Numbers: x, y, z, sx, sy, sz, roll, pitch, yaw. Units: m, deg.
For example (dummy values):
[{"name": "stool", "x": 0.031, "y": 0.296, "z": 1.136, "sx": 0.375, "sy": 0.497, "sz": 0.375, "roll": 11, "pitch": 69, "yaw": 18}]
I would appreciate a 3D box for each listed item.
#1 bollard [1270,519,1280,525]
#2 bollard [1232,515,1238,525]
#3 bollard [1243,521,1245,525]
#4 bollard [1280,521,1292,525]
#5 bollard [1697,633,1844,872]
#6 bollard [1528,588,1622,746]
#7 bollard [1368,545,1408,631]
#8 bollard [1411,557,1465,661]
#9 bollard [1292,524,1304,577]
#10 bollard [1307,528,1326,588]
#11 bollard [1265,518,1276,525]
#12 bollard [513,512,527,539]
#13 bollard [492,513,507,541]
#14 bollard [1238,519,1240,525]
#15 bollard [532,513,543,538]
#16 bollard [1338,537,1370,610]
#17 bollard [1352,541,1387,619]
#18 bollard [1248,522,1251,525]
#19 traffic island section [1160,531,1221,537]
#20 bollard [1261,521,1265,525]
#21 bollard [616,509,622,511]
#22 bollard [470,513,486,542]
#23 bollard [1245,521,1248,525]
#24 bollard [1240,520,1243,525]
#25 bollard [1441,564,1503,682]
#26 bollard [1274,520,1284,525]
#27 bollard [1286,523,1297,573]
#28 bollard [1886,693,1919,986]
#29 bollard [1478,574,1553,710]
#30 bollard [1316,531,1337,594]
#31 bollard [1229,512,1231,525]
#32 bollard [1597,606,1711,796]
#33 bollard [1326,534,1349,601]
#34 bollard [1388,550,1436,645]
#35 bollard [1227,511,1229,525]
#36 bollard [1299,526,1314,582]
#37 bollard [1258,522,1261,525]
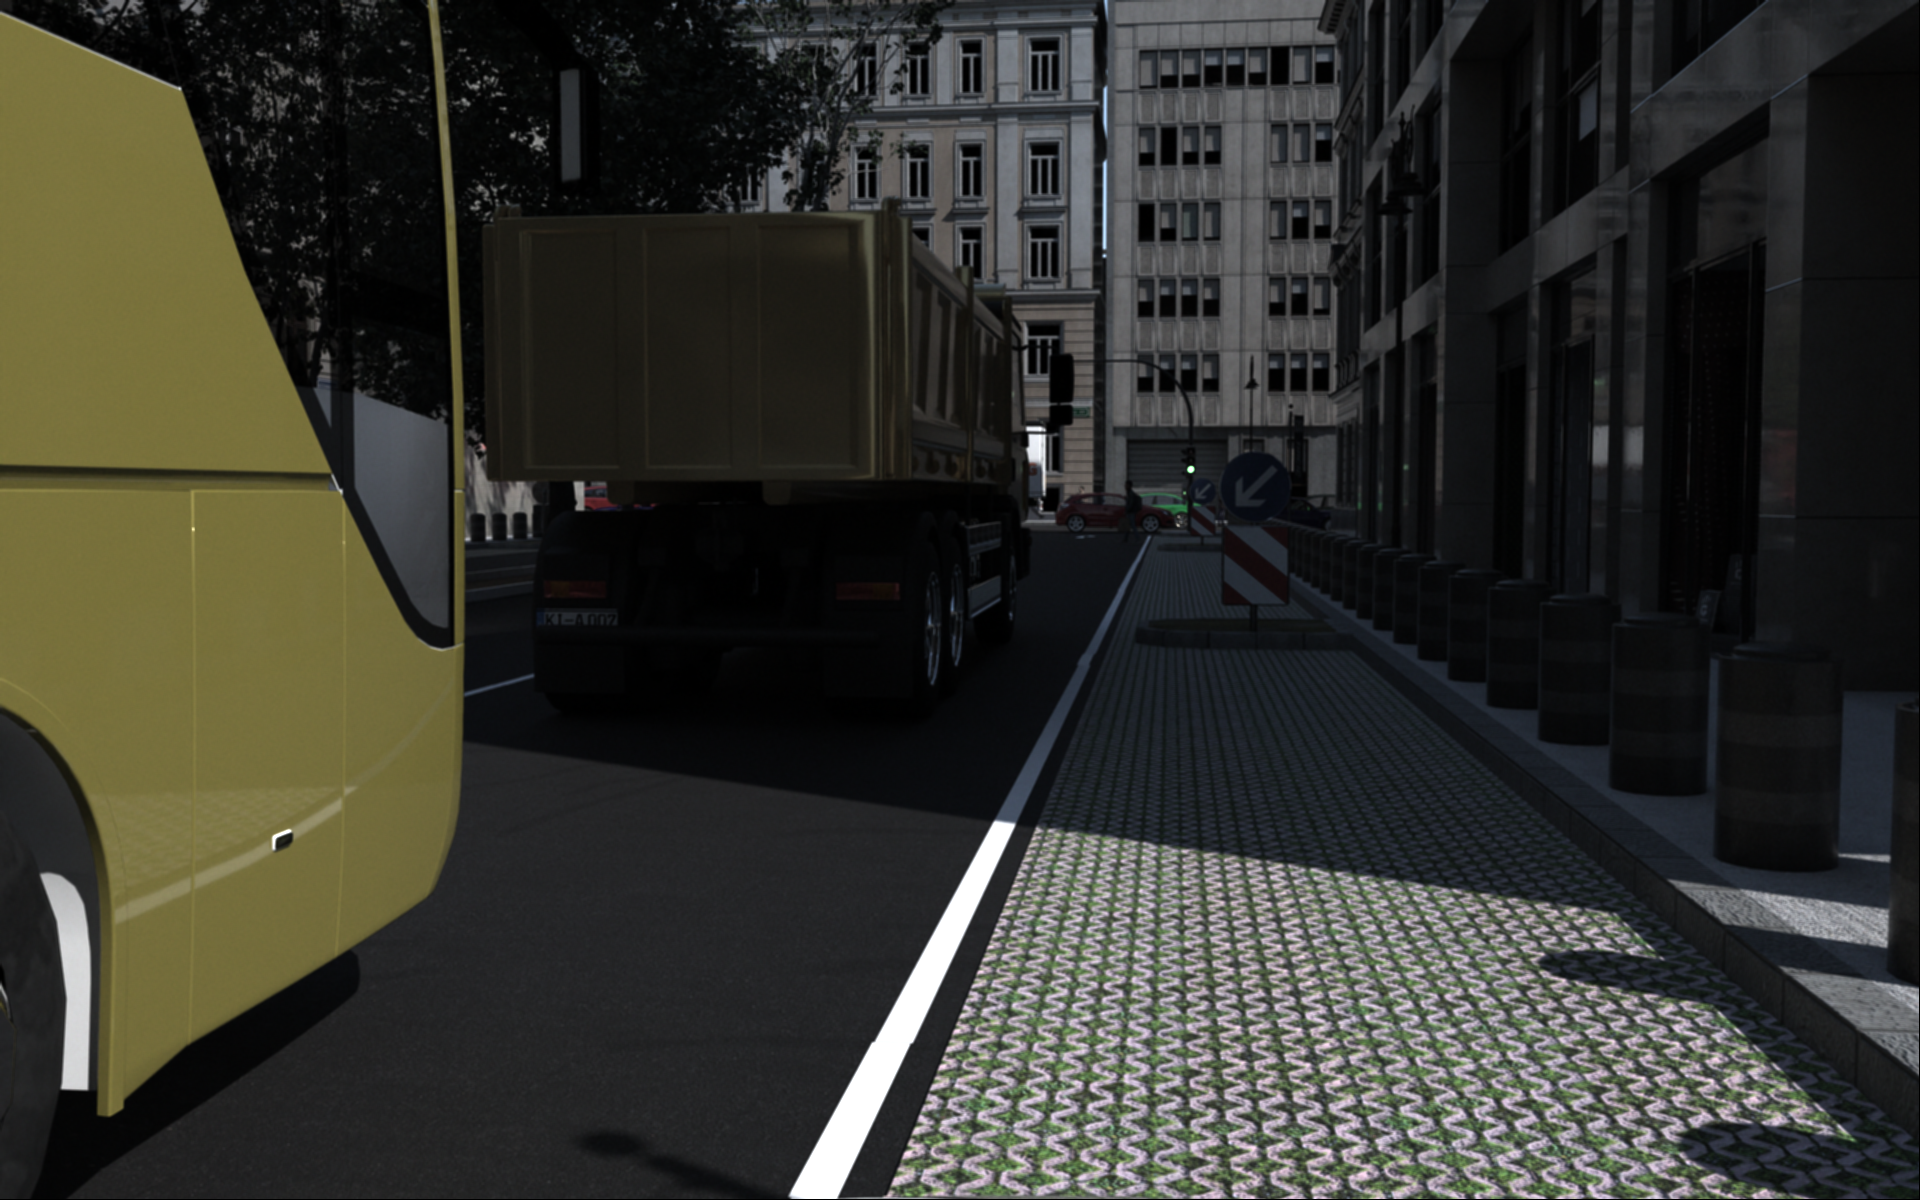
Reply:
[{"name": "bollard", "x": 6.105, "y": -1.097, "z": 32.650, "sx": 0.404, "sy": 0.777, "sz": 0.398, "roll": 0, "pitch": 3, "yaw": 0}, {"name": "bollard", "x": 8.454, "y": -2.276, "z": 51.934, "sx": 0.404, "sy": 0.777, "sz": 0.398, "roll": 0, "pitch": 3, "yaw": 0}, {"name": "bollard", "x": 7.548, "y": -1.823, "z": 44.522, "sx": 0.404, "sy": 0.777, "sz": 0.398, "roll": 0, "pitch": 3, "yaw": 0}, {"name": "bollard", "x": 5.743, "y": -0.916, "z": 29.699, "sx": 0.404, "sy": 0.777, "sz": 0.398, "roll": 0, "pitch": 3, "yaw": 0}, {"name": "bollard", "x": 2.856, "y": 0.530, "z": 6.045, "sx": 0.404, "sy": 0.777, "sz": 0.398, "roll": 0, "pitch": 3, "yaw": 0}, {"name": "bollard", "x": 3.218, "y": 0.350, "z": 8.997, "sx": 0.404, "sy": 0.777, "sz": 0.398, "roll": 0, "pitch": 3, "yaw": 0}, {"name": "bollard", "x": 4.113, "y": -0.102, "z": 16.382, "sx": 0.404, "sy": 0.777, "sz": 0.398, "roll": 0, "pitch": 3, "yaw": 0}, {"name": "bollard", "x": 3.757, "y": 0.079, "z": 13.429, "sx": 0.404, "sy": 0.777, "sz": 0.398, "roll": 0, "pitch": 3, "yaw": 0}, {"name": "bollard", "x": 5.381, "y": -0.735, "z": 26.735, "sx": 0.404, "sy": 0.777, "sz": 0.398, "roll": 0, "pitch": 3, "yaw": 0}, {"name": "bollard", "x": 5.021, "y": -0.554, "z": 23.774, "sx": 0.404, "sy": 0.777, "sz": 0.398, "roll": 0, "pitch": 3, "yaw": 0}, {"name": "bollard", "x": 6.282, "y": -1.187, "z": 34.126, "sx": 0.404, "sy": 0.777, "sz": 0.398, "roll": 0, "pitch": 3, "yaw": 0}, {"name": "bollard", "x": -12.480, "y": -2.105, "z": 49.132, "sx": 0.404, "sy": 0.777, "sz": 0.398, "roll": 0, "pitch": 3, "yaw": 0}, {"name": "bollard", "x": -12.669, "y": -2.014, "z": 47.640, "sx": 0.404, "sy": 0.777, "sz": 0.398, "roll": 0, "pitch": 3, "yaw": 0}, {"name": "bollard", "x": 7.913, "y": -2.005, "z": 47.491, "sx": 0.404, "sy": 0.777, "sz": 0.398, "roll": 0, "pitch": 3, "yaw": 0}, {"name": "bollard", "x": -12.301, "y": -2.195, "z": 50.612, "sx": 0.404, "sy": 0.777, "sz": 0.398, "roll": 0, "pitch": 3, "yaw": 0}, {"name": "bollard", "x": 4.481, "y": -0.283, "z": 19.342, "sx": 0.404, "sy": 0.777, "sz": 0.398, "roll": 0, "pitch": 3, "yaw": 0}, {"name": "bollard", "x": 4.295, "y": -0.192, "z": 17.858, "sx": 0.404, "sy": 0.777, "sz": 0.398, "roll": 0, "pitch": 3, "yaw": 0}, {"name": "bollard", "x": 7.185, "y": -1.641, "z": 41.542, "sx": 0.404, "sy": 0.777, "sz": 0.398, "roll": 0, "pitch": 3, "yaw": 0}, {"name": "traffic island section", "x": 7.789, "y": -2.216, "z": 58.516, "sx": 2.009, "sy": 0.180, "sz": 2.903, "roll": 0, "pitch": 4, "yaw": 7}, {"name": "bollard", "x": 6.464, "y": -1.277, "z": 35.602, "sx": 0.404, "sy": 0.777, "sz": 0.398, "roll": 0, "pitch": 3, "yaw": 0}, {"name": "bollard", "x": -11.399, "y": -2.649, "z": 58.021, "sx": 0.404, "sy": 0.777, "sz": 0.398, "roll": 0, "pitch": 3, "yaw": 0}, {"name": "bollard", "x": -12.848, "y": -1.923, "z": 46.164, "sx": 0.404, "sy": 0.777, "sz": 0.398, "roll": 0, "pitch": 3, "yaw": 0}, {"name": "bollard", "x": 7.366, "y": -1.732, "z": 43.039, "sx": 0.404, "sy": 0.777, "sz": 0.398, "roll": 0, "pitch": 3, "yaw": 0}, {"name": "bollard", "x": 7.729, "y": -1.914, "z": 46.011, "sx": 0.404, "sy": 0.777, "sz": 0.398, "roll": 0, "pitch": 3, "yaw": 0}, {"name": "bollard", "x": 3.576, "y": 0.169, "z": 11.953, "sx": 0.404, "sy": 0.777, "sz": 0.398, "roll": 0, "pitch": 3, "yaw": 0}, {"name": "bollard", "x": 5.920, "y": -1.007, "z": 31.175, "sx": 0.404, "sy": 0.777, "sz": 0.398, "roll": 0, "pitch": 3, "yaw": 0}, {"name": "bollard", "x": 5.557, "y": -0.826, "z": 28.223, "sx": 0.404, "sy": 0.777, "sz": 0.398, "roll": 0, "pitch": 3, "yaw": 0}, {"name": "bollard", "x": 2.681, "y": 0.621, "z": 4.569, "sx": 0.404, "sy": 0.777, "sz": 0.398, "roll": 0, "pitch": 3, "yaw": 0}, {"name": "bollard", "x": 3.397, "y": 0.260, "z": 10.473, "sx": 0.404, "sy": 0.777, "sz": 0.398, "roll": 0, "pitch": 3, "yaw": 0}, {"name": "bollard", "x": 4.841, "y": -0.464, "z": 22.299, "sx": 0.404, "sy": 0.777, "sz": 0.398, "roll": 0, "pitch": 3, "yaw": 0}, {"name": "bollard", "x": 8.814, "y": -2.457, "z": 54.887, "sx": 0.404, "sy": 0.777, "sz": 0.398, "roll": 0, "pitch": 3, "yaw": 0}, {"name": "bollard", "x": 3.038, "y": 0.440, "z": 7.522, "sx": 0.404, "sy": 0.777, "sz": 0.398, "roll": 0, "pitch": 3, "yaw": 0}, {"name": "bollard", "x": 4.660, "y": -0.373, "z": 20.823, "sx": 0.404, "sy": 0.777, "sz": 0.398, "roll": 0, "pitch": 3, "yaw": 0}, {"name": "bollard", "x": 3.937, "y": -0.011, "z": 14.905, "sx": 0.404, "sy": 0.777, "sz": 0.398, "roll": 0, "pitch": 3, "yaw": 0}, {"name": "bollard", "x": 8.992, "y": -2.547, "z": 56.367, "sx": 0.404, "sy": 0.777, "sz": 0.398, "roll": 0, "pitch": 3, "yaw": 0}, {"name": "bollard", "x": 5.198, "y": -0.644, "z": 25.251, "sx": 0.404, "sy": 0.777, "sz": 0.398, "roll": 0, "pitch": 3, "yaw": 0}, {"name": "bollard", "x": 6.644, "y": -1.368, "z": 37.086, "sx": 0.404, "sy": 0.777, "sz": 0.398, "roll": 0, "pitch": 3, "yaw": 0}]
